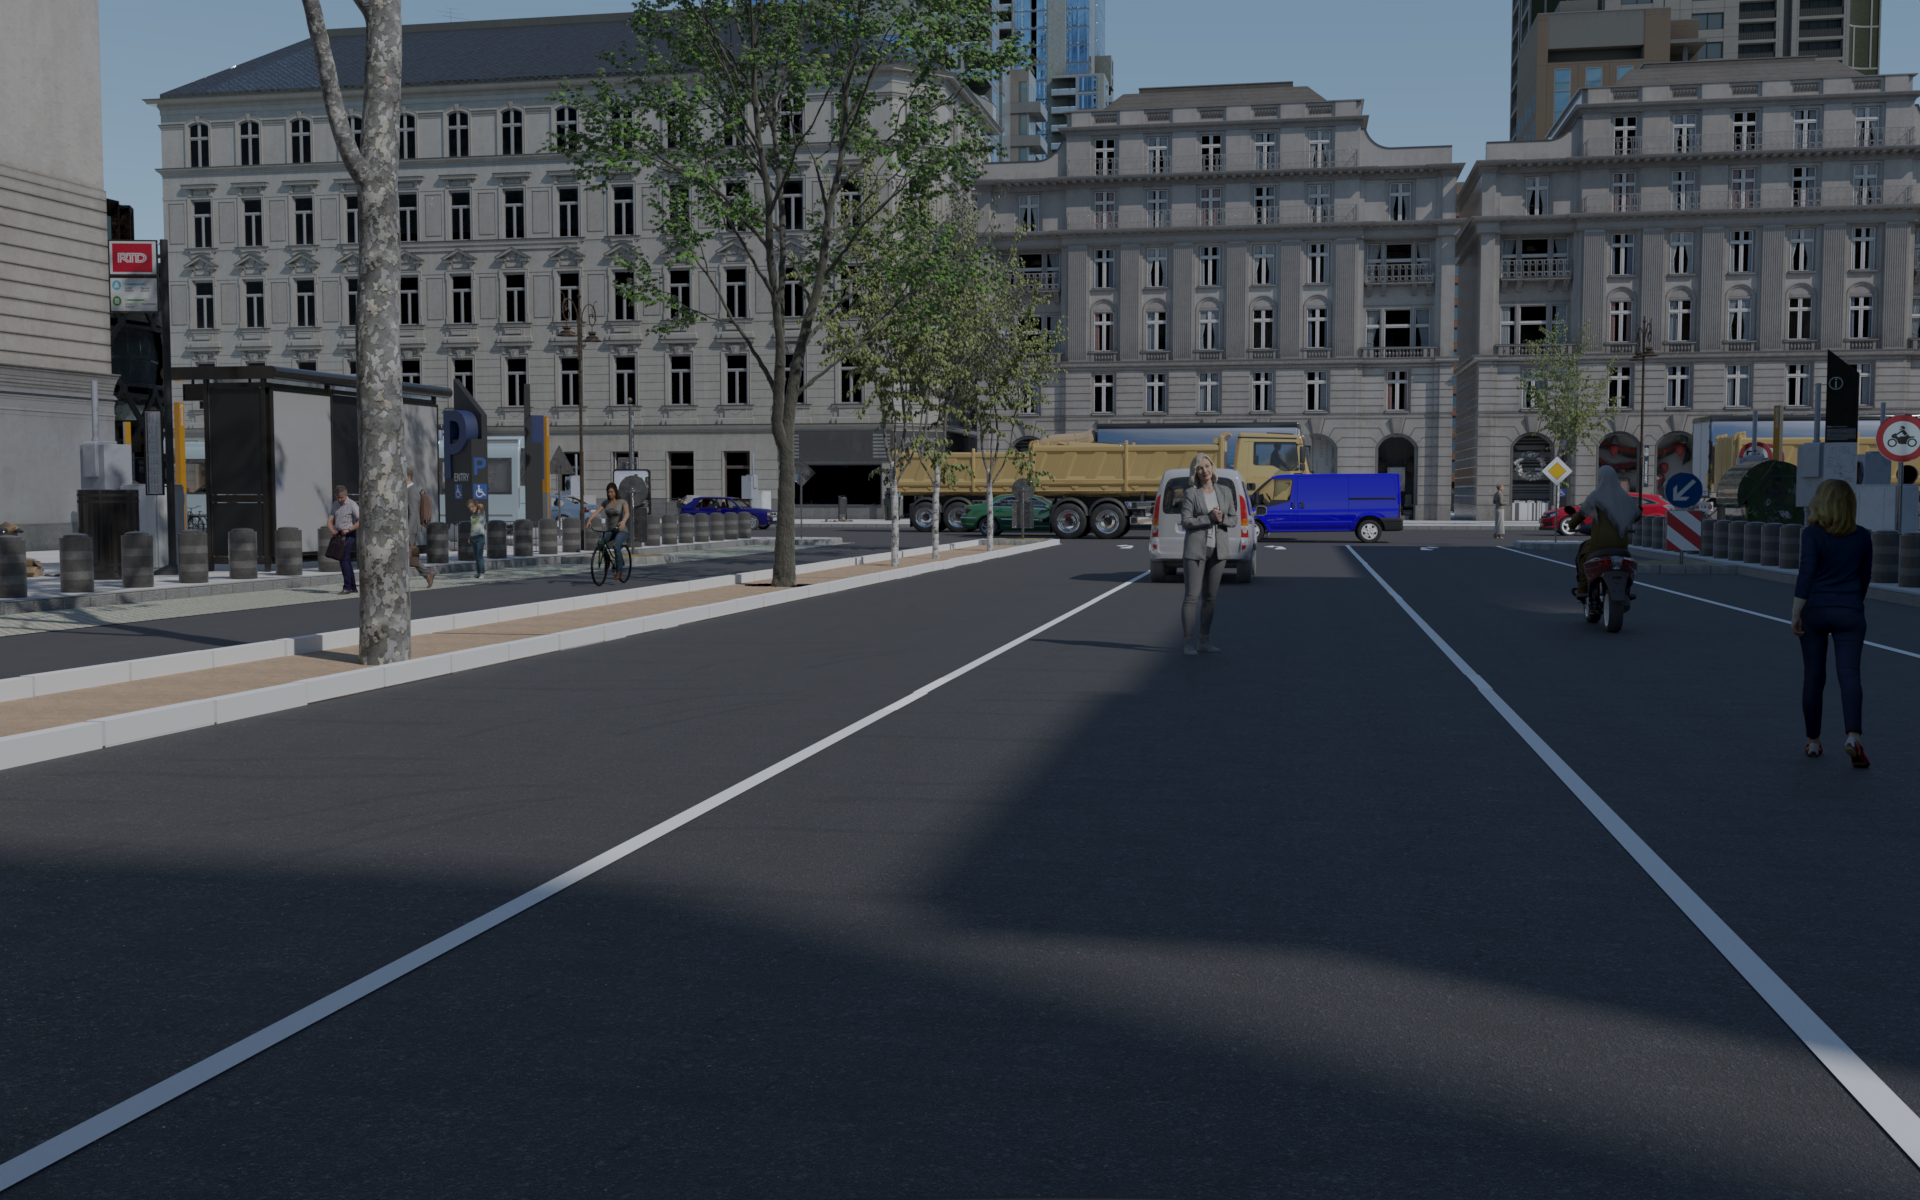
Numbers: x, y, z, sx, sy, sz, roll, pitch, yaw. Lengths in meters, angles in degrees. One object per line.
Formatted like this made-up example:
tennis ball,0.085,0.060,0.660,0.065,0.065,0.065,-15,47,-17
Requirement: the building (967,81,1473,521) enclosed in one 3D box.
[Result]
building,13.301,-15.197,90.268,24.055,21.916,13.314,1,4,11

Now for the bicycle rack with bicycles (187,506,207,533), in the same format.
bicycle rack with bicycles,-23.965,-2.425,53.037,2.925,0.926,2.852,2,4,34

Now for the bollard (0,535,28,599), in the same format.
bollard,-11.779,-0.411,21.438,0.404,0.777,0.398,0,3,0

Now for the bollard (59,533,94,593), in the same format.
bollard,-11.545,-0.484,22.634,0.404,0.777,0.398,0,3,0

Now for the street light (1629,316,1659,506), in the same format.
street light,17.754,-4.422,45.089,0.468,5.910,1.993,1,4,11

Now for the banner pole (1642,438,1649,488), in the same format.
banner pole,30.730,-5.368,77.782,0.863,3.779,0.401,-3,5,-42

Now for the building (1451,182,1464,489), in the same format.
building,67.666,-36.180,246.171,28.867,44.769,22.147,1,4,11

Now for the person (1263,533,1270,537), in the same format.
person,9.989,-2.843,57.192,0.569,1.553,0.471,-2,4,-31

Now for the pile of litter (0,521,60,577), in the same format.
pile of litter,-14.771,-0.786,26.817,1.719,0.858,1.176,-1,4,-13

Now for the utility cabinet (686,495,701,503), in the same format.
utility cabinet,-12.310,-4.222,80.197,0.306,1.237,1.020,1,4,15

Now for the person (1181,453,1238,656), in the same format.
person,2.250,-0.422,15.580,0.537,1.800,0.526,0,4,-6

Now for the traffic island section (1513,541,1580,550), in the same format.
traffic island section,15.819,-1.448,45.948,2.009,0.180,2.903,1,4,11

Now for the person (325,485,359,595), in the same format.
person,-8.736,-0.854,24.670,0.614,1.554,0.590,2,4,24

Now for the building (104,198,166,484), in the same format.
building,-56.094,-14.528,104.983,16.811,18.784,16.820,1,4,11

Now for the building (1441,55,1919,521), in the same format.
building,36.958,-14.885,85.177,24.055,21.916,13.314,1,4,11

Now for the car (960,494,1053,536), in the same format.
car,2.461,-2.946,59.963,4.920,1.459,2.131,1,4,10

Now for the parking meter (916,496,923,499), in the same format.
parking meter,-1.801,-4.446,78.409,0.255,1.863,0.399,-3,4,-36

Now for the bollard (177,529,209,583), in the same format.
bollard,-11.081,-0.630,25.021,0.404,0.777,0.398,0,3,0

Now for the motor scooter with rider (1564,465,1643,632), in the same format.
motor scooter with rider,6.947,-0.588,18.572,0.876,1.779,1.986,1,4,12

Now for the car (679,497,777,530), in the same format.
car,-9.344,-3.525,70.220,3.894,1.354,1.945,1,4,12

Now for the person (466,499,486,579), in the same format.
person,-8.161,-1.032,29.280,0.435,1.345,0.340,2,4,26

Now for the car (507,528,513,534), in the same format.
car,-17.765,-3.339,63.263,5.304,1.827,2.281,1,4,9

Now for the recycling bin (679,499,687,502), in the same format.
recycling bin,-20.482,-7.151,129.473,0.722,1.027,0.722,3,5,44

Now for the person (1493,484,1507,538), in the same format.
person,17.423,-2.861,55.828,0.362,1.759,0.519,-1,4,-11

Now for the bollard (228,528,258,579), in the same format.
bollard,-10.849,-0.703,26.204,0.404,0.777,0.398,0,3,0

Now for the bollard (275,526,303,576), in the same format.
bollard,-10.616,-0.775,27.387,0.404,0.777,0.398,0,3,0

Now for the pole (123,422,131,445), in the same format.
pole,-23.553,-3.377,49.052,0.158,3.312,0.155,0,3,0

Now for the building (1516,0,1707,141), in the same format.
building,58.751,-31.100,158.593,14.600,45.320,14.200,1,4,11

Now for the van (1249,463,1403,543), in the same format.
van,10.490,-2.888,51.606,5.245,2.365,2.240,1,4,10

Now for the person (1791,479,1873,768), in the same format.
person,4.702,0.109,9.262,0.480,1.512,0.613,-1,4,-11

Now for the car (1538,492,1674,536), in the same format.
car,22.279,-3.094,59.622,4.494,1.783,2.155,1,4,13

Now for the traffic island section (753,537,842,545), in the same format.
traffic island section,-4.590,-1.690,49.914,2.009,0.180,2.903,1,4,11

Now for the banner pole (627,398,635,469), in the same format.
banner pole,-8.579,-3.382,45.308,0.401,3.779,0.863,0,4,-1

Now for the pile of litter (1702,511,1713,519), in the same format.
pile of litter,32.895,-3.814,76.330,1.176,0.858,1.719,0,4,-5

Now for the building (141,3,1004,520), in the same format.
building,-20.709,-19.649,97.681,44.131,29.872,17.030,1,4,11

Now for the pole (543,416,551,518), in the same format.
pole,-10.861,-3.156,45.438,0.158,3.312,0.155,0,3,0

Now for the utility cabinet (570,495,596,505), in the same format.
utility cabinet,-16.847,-4.068,77.669,1.020,1.237,0.306,-2,4,-26

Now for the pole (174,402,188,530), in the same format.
pole,-17.318,-2.731,38.494,0.158,3.312,0.155,0,3,0

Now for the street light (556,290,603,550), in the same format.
street light,-8.642,-4.079,39.479,0.468,5.910,1.993,1,4,11

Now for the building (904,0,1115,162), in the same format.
building,9.715,-57.671,255.586,31.000,86.520,22.319,1,4,11

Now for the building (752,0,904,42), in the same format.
building,-7.576,-51.705,158.046,22.319,86.520,31.000,1,4,11

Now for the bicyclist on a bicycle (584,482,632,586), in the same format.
bicyclist on a bicycle,-5.495,-1.058,27.317,1.499,1.676,1.625,1,4,11

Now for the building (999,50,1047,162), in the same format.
building,-6.323,-34.781,188.280,30.456,49.044,23.786,1,4,11

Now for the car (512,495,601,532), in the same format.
car,-16.174,-3.368,67.071,4.499,1.417,2.014,1,4,12

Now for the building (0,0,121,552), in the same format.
building,-29.770,-11.552,38.027,18.267,20.994,9.793,1,4,11

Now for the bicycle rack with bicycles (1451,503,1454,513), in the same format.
bicycle rack with bicycles,35.030,-6.601,121.310,2.852,0.926,2.925,-1,4,-9

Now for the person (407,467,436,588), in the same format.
person,-8.167,-1.059,25.782,0.822,1.834,0.622,-3,4,-36

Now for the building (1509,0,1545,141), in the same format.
building,65.125,-45.084,175.368,20.563,71.187,20.611,1,4,11

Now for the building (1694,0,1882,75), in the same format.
building,112.426,-48.733,235.035,20.611,71.187,20.563,1,4,11

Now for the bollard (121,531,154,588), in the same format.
bollard,-11.314,-0.557,23.821,0.404,0.777,0.398,0,3,0

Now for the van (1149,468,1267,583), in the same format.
van,4.181,-1.372,29.439,2.013,2.044,4.112,1,4,11

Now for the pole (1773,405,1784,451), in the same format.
pole,18.814,-2.816,39.893,0.158,3.312,0.155,0,3,0
